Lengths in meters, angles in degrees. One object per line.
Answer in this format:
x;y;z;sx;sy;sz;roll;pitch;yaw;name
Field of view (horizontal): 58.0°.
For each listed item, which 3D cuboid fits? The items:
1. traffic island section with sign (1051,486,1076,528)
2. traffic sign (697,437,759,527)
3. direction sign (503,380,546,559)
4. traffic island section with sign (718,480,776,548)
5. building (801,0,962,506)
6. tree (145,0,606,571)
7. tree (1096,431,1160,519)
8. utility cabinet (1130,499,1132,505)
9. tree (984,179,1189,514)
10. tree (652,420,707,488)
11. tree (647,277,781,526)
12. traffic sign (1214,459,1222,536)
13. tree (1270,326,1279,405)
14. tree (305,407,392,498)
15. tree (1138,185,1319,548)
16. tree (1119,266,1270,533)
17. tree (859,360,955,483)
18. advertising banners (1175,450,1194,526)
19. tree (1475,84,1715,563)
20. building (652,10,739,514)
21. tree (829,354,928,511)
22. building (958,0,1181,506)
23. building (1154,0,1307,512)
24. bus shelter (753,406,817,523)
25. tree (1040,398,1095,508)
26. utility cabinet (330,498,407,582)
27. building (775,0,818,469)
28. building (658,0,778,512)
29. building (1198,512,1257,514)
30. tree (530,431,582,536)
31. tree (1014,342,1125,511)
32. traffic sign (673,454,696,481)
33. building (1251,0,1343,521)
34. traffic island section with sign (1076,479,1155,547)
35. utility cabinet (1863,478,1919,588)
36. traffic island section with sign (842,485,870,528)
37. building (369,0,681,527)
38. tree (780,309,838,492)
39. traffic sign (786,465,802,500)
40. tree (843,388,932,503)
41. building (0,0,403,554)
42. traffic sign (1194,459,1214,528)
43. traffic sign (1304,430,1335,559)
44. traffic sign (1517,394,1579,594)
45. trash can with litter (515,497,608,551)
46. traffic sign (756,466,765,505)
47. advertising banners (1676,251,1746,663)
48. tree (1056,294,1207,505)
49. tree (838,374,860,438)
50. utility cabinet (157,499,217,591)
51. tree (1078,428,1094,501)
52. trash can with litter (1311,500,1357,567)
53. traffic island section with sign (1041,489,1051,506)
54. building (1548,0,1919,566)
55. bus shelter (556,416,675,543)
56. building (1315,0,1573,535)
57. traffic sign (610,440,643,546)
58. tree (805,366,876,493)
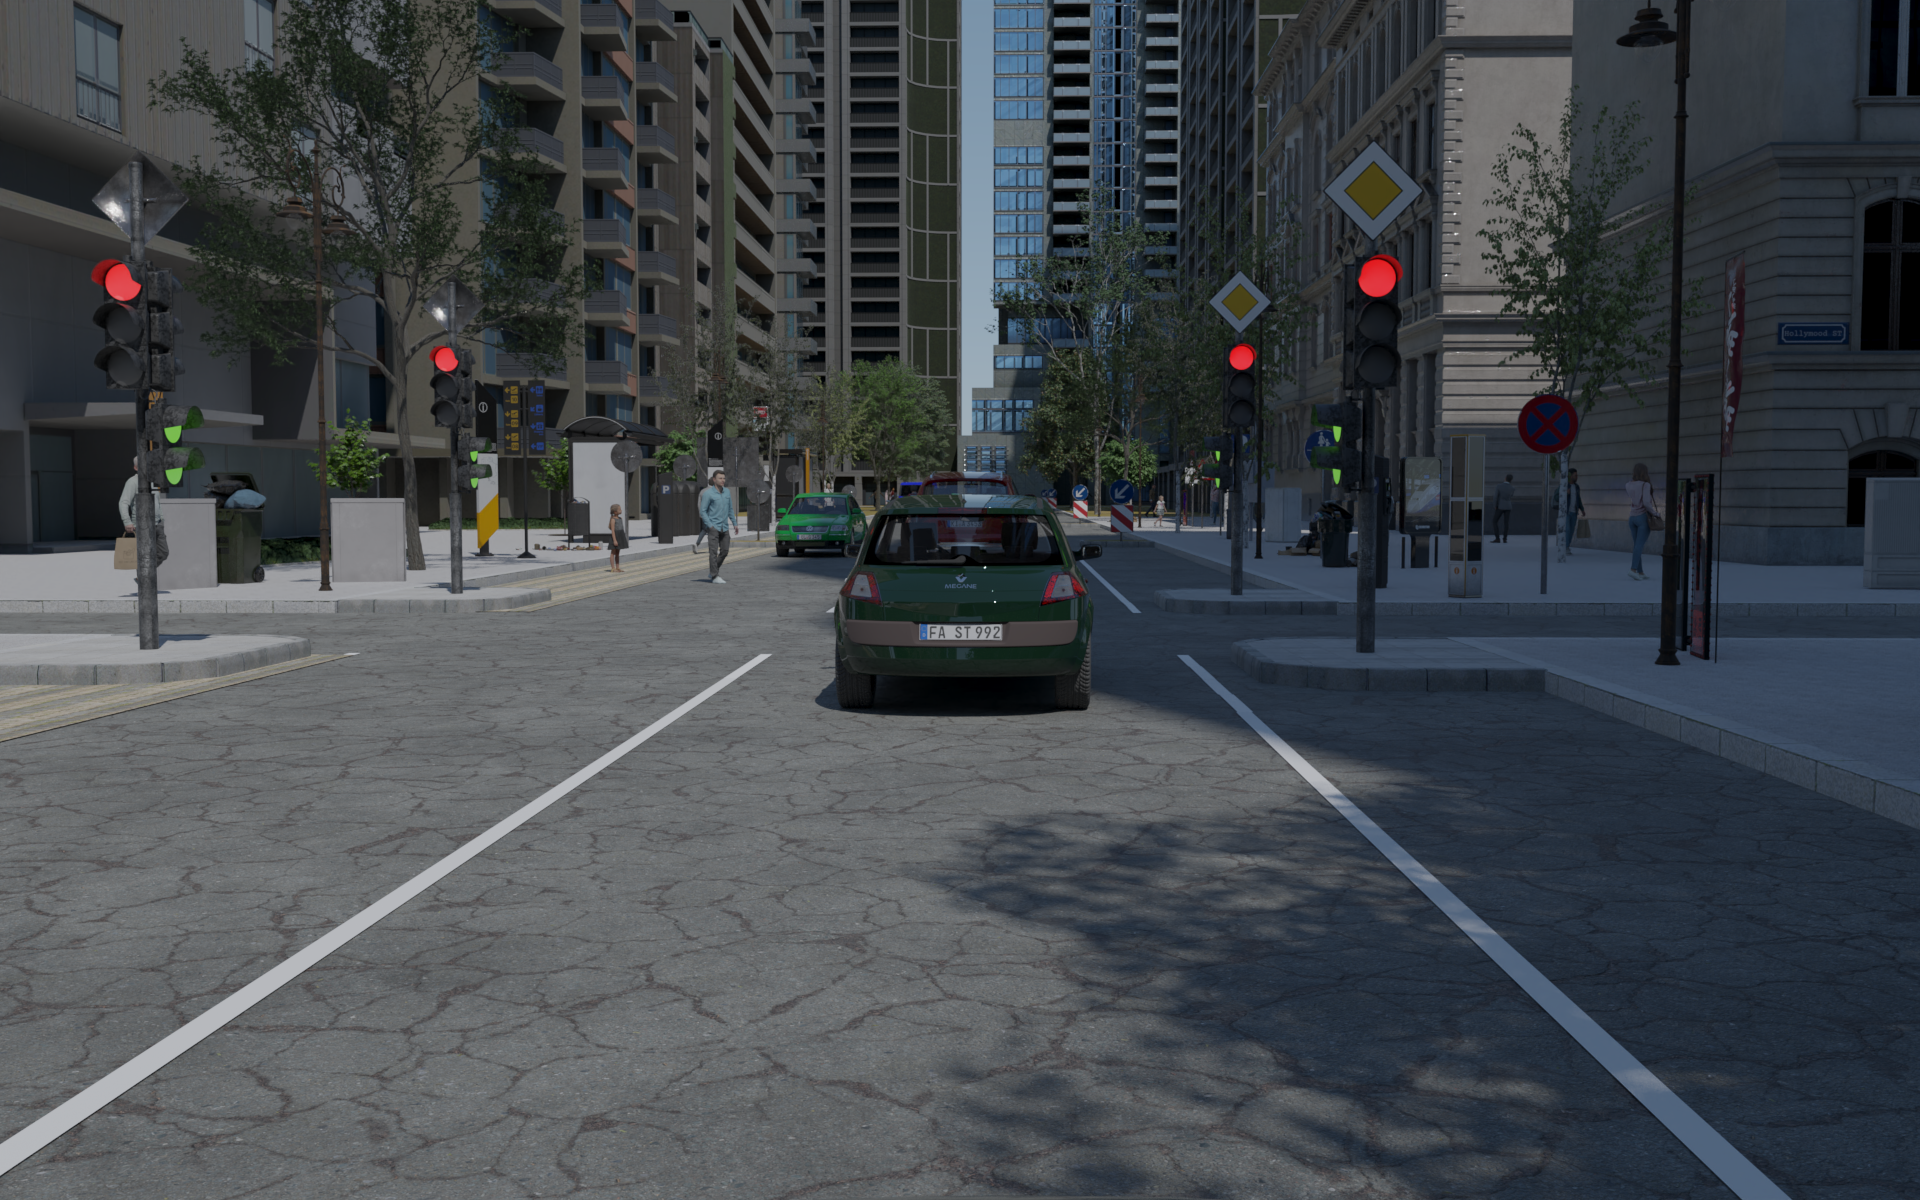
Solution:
5.060;-4.048;74.814;1.989;1.847;2.006;0;4;2;traffic island section with sign
-8.327;-4.172;62.087;2.265;3.308;0.079;0;4;7;traffic sign
-8.669;-2.602;34.538;0.876;3.537;0.379;1;4;12;direction sign
-5.465;-2.341;46.905;1.989;1.847;2.006;0;4;2;traffic island section with sign
-10.304;-46.443;197.595;20.611;71.187;20.563;0;4;2;building
-9.485;-5.773;28.807;7.601;10.594;8.767;-1;4;-11;tree
8.750;-6.519;90.292;4.285;4.588;4.351;0;3;0;tree
9.293;-5.191;96.039;0.306;1.237;1.020;0;4;-5;utility cabinet
7.740;-15.362;107.055;12.611;20.169;13.585;0;3;0;tree
-11.991;-5.717;77.188;4.285;4.588;4.351;0;3;0;tree
-8.549;-6.646;59.028;4.360;8.622;3.978;0;3;0;tree
8.043;-3.265;53.382;0.884;2.594;0.081;0;4;4;traffic sign
9.504;-6.827;61.984;4.360;8.622;3.978;0;3;0;tree
-13.592;-2.696;38.679;1.663;3.219;1.824;0;3;0;tree
6.549;-5.517;40.566;4.737;8.622;4.395;0;3;0;tree
7.355;-6.484;56.380;4.360;8.622;3.978;0;3;0;tree
-5.099;-15.699;163.335;9.857;13.997;8.962;0;3;0;tree
9.031;-4.483;69.484;0.090;3.025;2.074;-1;4;-12;advertising banners
11.491;-5.005;32.192;4.737;8.622;4.395;0;3;0;tree
-21.571;-20.370;104.750;14.160;30.474;14.107;0;4;2;building
-6.233;-12.490;129.974;9.928;11.665;9.643;0;3;0;tree
15.543;-54.160;198.192;31.000;86.520;22.319;0;4;2;building
28.416;-43.694;152.643;20.563;71.187;20.611;0;4;2;building
-8.300;-6.364;81.690;2.179;5.291;8.768;0;4;2;bus shelter
10.497;-14.410;161.365;9.928;11.665;9.643;0;3;0;tree
-8.654;-0.869;25.362;1.020;1.237;0.306;-1;4;-15;utility cabinet
-28.445;-32.673;153.817;30.456;49.044;23.786;0;4;2;building
-24.991;-30.485;122.124;21.300;48.544;21.600;0;4;2;building
27.305;-42.434;132.054;20.563;71.187;20.611;0;4;2;building
-12.086;-3.586;53.233;1.663;3.219;1.824;0;3;0;tree
8.656;-13.091;131.050;9.611;12.733;9.660;0;3;0;tree
-8.865;-3.403;55.751;0.768;2.556;0.104;0;4;7;traffic sign
22.705;-18.186;84.735;14.401;28.519;23.554;0;4;2;building
4.279;-2.376;47.480;1.989;1.847;2.006;0;4;2;traffic island section with sign
12.863;-0.896;23.320;1.173;1.500;0.318;0;4;8;utility cabinet
-4.682;-3.990;73.869;1.989;1.847;2.006;0;4;2;traffic island section with sign
-25.311;-25.958;79.032;22.147;44.769;28.867;0;4;2;building
-7.570;-7.273;69.279;4.360;8.622;3.978;0;3;0;tree
-7.273;-4.629;75.797;0.768;2.556;0.104;1;4;11;traffic sign
-6.083;-12.737;142.655;8.767;10.594;7.601;2;4;26;tree
-30.827;-27.742;42.819;28.713;52.752;27.495;0;4;2;building
9.086;-3.971;64.926;0.884;2.594;0.081;0;4;8;traffic sign
7.211;-2.097;34.390;0.768;2.556;0.104;1;4;10;traffic sign
7.486;-1.348;22.138;0.768;2.556;0.104;0;4;4;traffic sign
-9.053;-1.751;39.679;2.233;1.210;1.678;1;4;11;trash can with litter
-8.809;-4.578;74.963;0.768;2.556;0.104;1;4;10;traffic sign
5.818;-1.061;13.541;0.090;3.025;2.074;1;4;11;advertising banners
7.909;-8.960;80.916;7.601;10.594;8.767;1;4;23;tree
-7.616;-8.802;94.276;4.360;8.622;3.978;0;3;0;tree
-10.586;-0.750;23.417;0.306;1.237;1.020;2;4;30;utility cabinet
10.525;-12.000;146.566;4.360;8.622;3.978;0;3;0;tree
6.759;-1.168;30.480;1.055;1.170;0.624;-2;4;-28;trash can with litter
6.481;-7.062;124.092;1.989;1.847;2.006;0;4;2;traffic island section with sign
31.482;-13.196;34.836;34.723;24.649;14.460;0;4;2;building
-9.368;-3.284;47.614;2.014;3.302;5.546;0;4;2;bus shelter
20.036;-14.292;62.558;11.050;23.489;19.941;0;4;2;building
-7.856;-2.489;40.801;0.768;2.556;0.104;0;4;4;traffic sign
-7.237;-9.177;100.410;4.737;8.622;4.395;0;3;0;tree
